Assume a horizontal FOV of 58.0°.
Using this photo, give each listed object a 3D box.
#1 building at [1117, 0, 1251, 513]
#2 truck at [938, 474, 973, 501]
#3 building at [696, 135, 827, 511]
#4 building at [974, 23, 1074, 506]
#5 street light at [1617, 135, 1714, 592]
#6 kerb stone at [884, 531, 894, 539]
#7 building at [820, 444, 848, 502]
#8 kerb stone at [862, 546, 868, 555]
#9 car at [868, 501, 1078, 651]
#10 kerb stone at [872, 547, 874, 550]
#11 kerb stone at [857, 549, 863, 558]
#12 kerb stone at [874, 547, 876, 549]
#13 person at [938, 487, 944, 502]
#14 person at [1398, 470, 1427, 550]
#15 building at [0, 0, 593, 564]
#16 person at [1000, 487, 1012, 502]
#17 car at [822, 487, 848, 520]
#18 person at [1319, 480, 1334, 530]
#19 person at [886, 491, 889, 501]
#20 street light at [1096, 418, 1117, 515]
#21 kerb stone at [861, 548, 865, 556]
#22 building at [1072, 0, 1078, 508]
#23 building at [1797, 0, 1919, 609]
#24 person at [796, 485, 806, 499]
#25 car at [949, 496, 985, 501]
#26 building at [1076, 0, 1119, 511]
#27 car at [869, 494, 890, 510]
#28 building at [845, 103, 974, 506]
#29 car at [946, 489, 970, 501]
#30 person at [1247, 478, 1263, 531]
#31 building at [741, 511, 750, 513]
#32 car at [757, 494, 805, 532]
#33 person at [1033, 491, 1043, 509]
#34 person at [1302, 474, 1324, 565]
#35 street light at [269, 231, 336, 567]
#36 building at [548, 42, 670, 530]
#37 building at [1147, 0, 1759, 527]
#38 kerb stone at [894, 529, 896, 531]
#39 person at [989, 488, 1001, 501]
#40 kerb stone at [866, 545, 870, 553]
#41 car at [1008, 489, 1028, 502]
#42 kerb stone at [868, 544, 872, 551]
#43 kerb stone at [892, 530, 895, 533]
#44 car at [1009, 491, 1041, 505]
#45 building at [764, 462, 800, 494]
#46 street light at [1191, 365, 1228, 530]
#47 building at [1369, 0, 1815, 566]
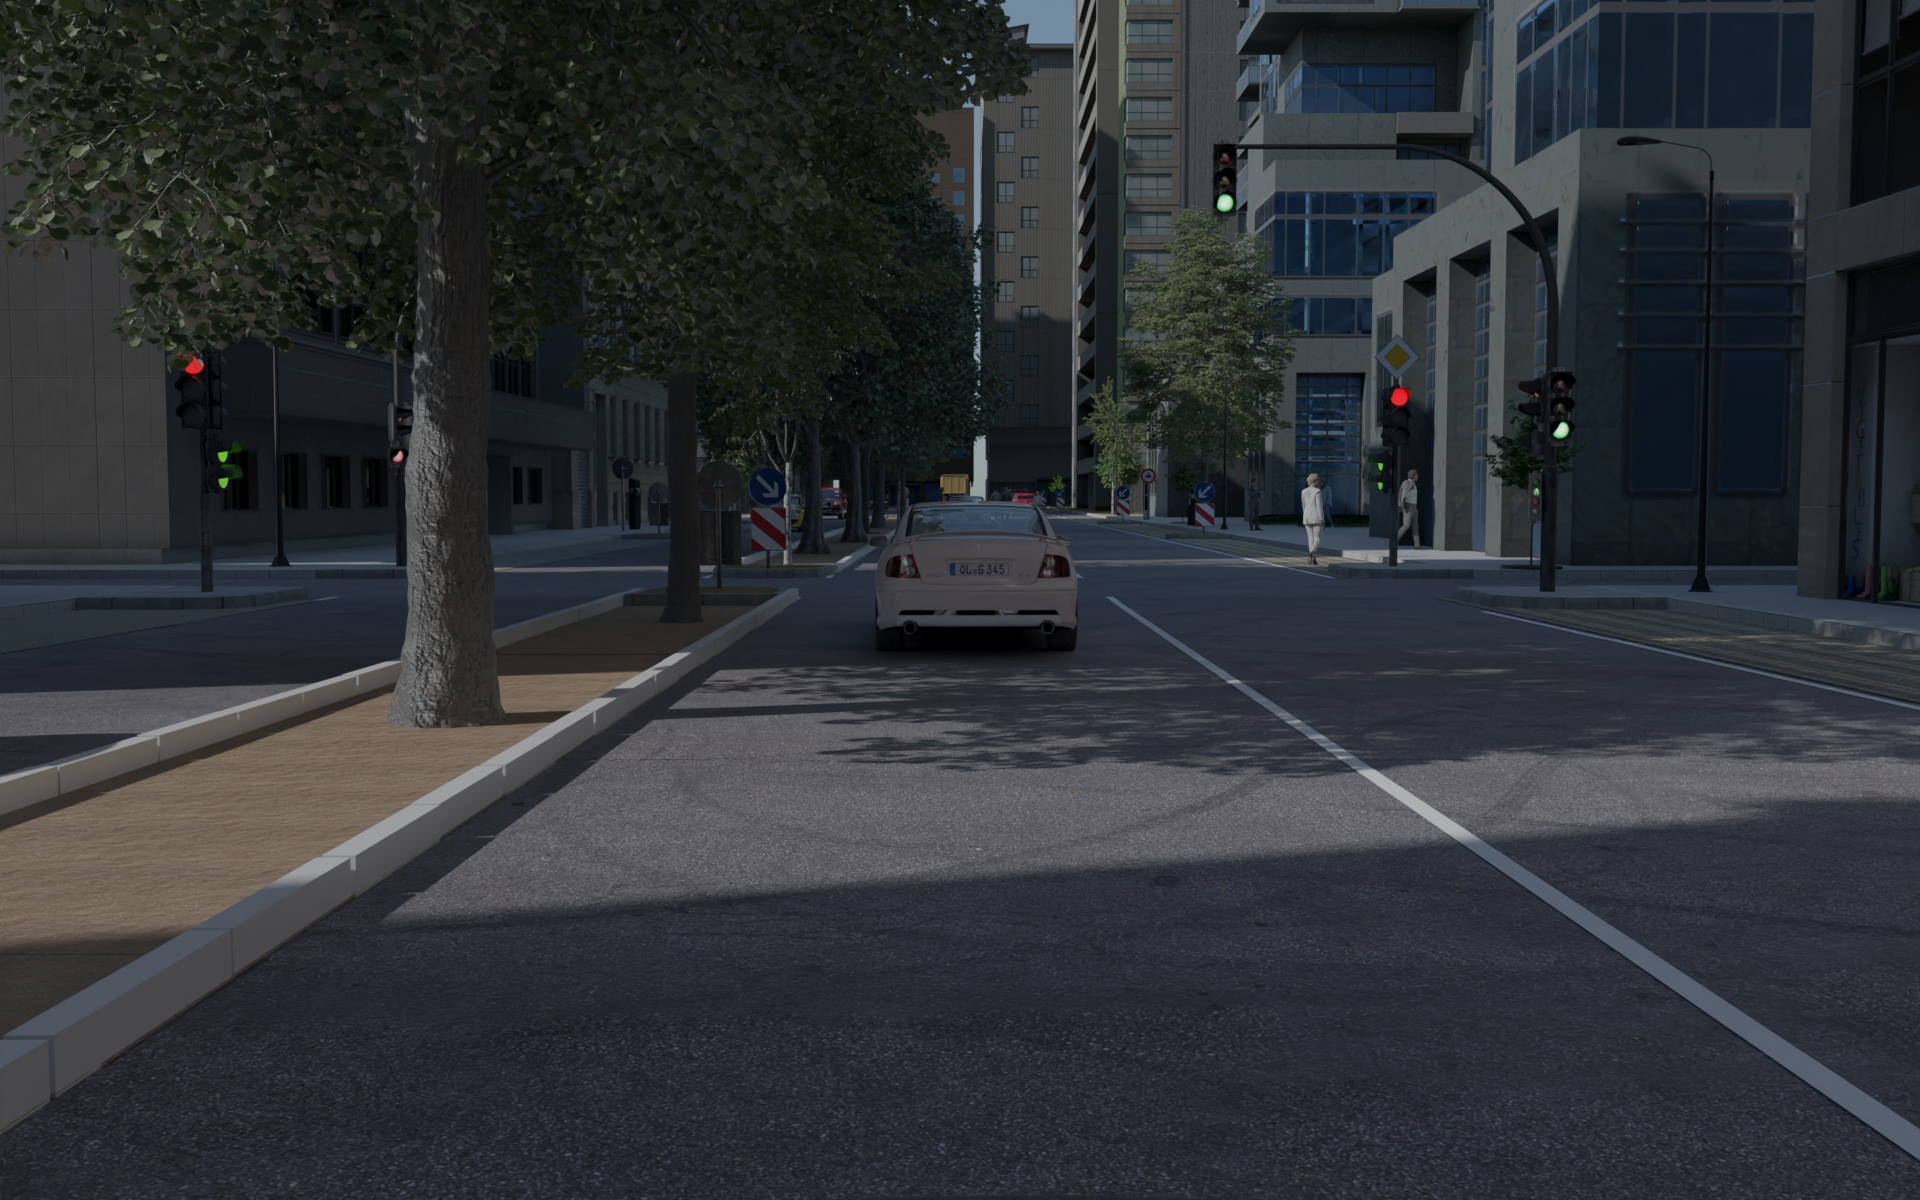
[{"bbox_3d":[18.050,-26.851,122.606,14.154,41.232,14.086,0,3,0],"label":"building"},{"bbox_3d":[-0.472,-10.437,166.561,3.469,3.379,9.791,0,4,1],"label":"truck"},{"bbox_3d":[-28.611,-33.563,168.370,30.456,49.044,23.786,0,3,0],"label":"building"},{"bbox_3d":[15.478,-37.579,203.654,27.495,52.752,28.713,0,3,0],"label":"building"},{"bbox_3d":[9.203,-3.062,22.603,1.470,5.913,1.316,0,3,0],"label":"street light"},{"bbox_3d":[-2.315,-2.088,56.392,0.120,0.150,1.000,0,3,0],"label":"kerb stone"},{"bbox_3d":[-24.690,-31.437,205.882,23.993,40.220,32.217,0,3,0],"label":"building"},{"bbox_3d":[-2.276,-1.089,39.995,0.120,0.150,1.000,0,3,0],"label":"kerb stone"},{"bbox_3d":[0.116,-0.295,17.178,2.083,1.381,4.827,0,4,-1],"label":"car"},{"bbox_3d":[-2.284,-1.276,43.073,0.120,0.150,1.000,0,3,0],"label":"kerb stone"},{"bbox_3d":[-2.276,-0.964,37.950,0.120,0.150,1.000,0,3,0],"label":"kerb stone"},{"bbox_3d":[-2.287,-1.337,44.096,0.120,0.150,1.000,0,3,0],"label":"kerb stone"},{"bbox_3d":[-1.144,-4.920,89.167,0.699,1.804,1.509,2,4,27],"label":"person"},{"bbox_3d":[10.275,-2.050,39.668,0.850,1.850,0.679,2,4,29],"label":"person"},{"bbox_3d":[-19.893,-13.859,45.661,14.314,24.678,30.058,0,3,0],"label":"building"},{"bbox_3d":[2.446,-5.183,93.415,0.661,1.801,0.590,-1,4,-15],"label":"person"},{"bbox_3d":[-7.526,-5.503,98.644,2.281,1.827,5.304,0,4,1],"label":"car"},{"bbox_3d":[13.138,-3.417,62.177,0.793,1.790,0.793,2,4,23],"label":"person"},{"bbox_3d":[-6.782,-9.472,164.079,0.721,1.735,1.217,0,4,6],"label":"person"},{"bbox_3d":[8.992,-8.127,105.424,1.470,5.913,1.316,0,3,0],"label":"street light"},{"bbox_3d":[-2.276,-1.024,38.973,0.120,0.150,1.000,0,3,0],"label":"kerb stone"},{"bbox_3d":[21.321,-38.136,165.523,21.231,58.520,28.212,0,3,0],"label":"building"},{"bbox_3d":[20.166,-12.203,4.035,19.350,26.468,34.151,0,3,0],"label":"building"},{"bbox_3d":[-6.901,-4.079,75.296,0.635,1.810,0.391,-2,4,-28],"label":"person"},{"bbox_3d":[0.276,-3.387,67.731,2.083,1.381,4.827,0,4,0],"label":"car"},{"bbox_3d":[20.917,-31.637,140.967,21.300,48.544,21.600,0,3,0],"label":"building"},{"bbox_3d":[-7.386,-9.066,158.012,2.009,1.686,4.222,0,4,-1],"label":"car"},{"bbox_3d":[-5.575,-33.424,196.595,14.200,45.320,14.600,0,3,0],"label":"building"},{"bbox_3d":[-0.058,-5.127,93.612,2.009,1.686,4.222,0,4,-1],"label":"car"},{"bbox_3d":[10.396,-3.359,60.772,0.655,1.846,0.447,-3,5,-41],"label":"person"},{"bbox_3d":[-24.955,-30.621,120.266,23.786,49.044,30.456,0,3,0],"label":"building"},{"bbox_3d":[-6.735,-3.454,66.703,2.015,1.641,3.980,0,4,1],"label":"car"},{"bbox_3d":[4.494,-5.494,100.143,0.589,1.601,0.330,2,4,28],"label":"person"},{"bbox_3d":[7.058,-1.611,34.716,0.514,1.842,0.818,2,4,31],"label":"person"},{"bbox_3d":[-11.494,-3.545,30.495,1.470,5.913,1.316,0,3,0],"label":"street light"},{"bbox_3d":[-21.195,-14.828,75.714,16.112,22.955,30.059,0,3,0],"label":"building"},{"bbox_3d":[22.568,-47.396,87.604,22.319,86.520,31.000,0,3,0],"label":"building"},{"bbox_3d":[-2.320,-2.217,58.444,0.120,0.150,1.000,0,3,0],"label":"kerb stone"},{"bbox_3d":[2.009,-5.430,97.552,0.678,1.792,0.850,-1,4,-12],"label":"person"},{"bbox_3d":[-2.285,-1.152,41.025,0.120,0.150,1.000,0,3,0],"label":"kerb stone"},{"bbox_3d":[4.535,-7.935,138.414,2.281,1.827,5.304,0,4,-1],"label":"car"},{"bbox_3d":[-2.286,-1.214,42.048,0.120,0.150,1.000,0,3,0],"label":"kerb stone"},{"bbox_3d":[-2.310,-2.152,57.421,0.120,0.150,1.000,0,3,0],"label":"kerb stone"},{"bbox_3d":[4.169,-6.281,111.733,2.155,1.783,4.494,0,3,0],"label":"car"},{"bbox_3d":[-20.962,-22.714,143.081,14.160,30.474,14.107,0,3,0],"label":"building"},{"bbox_3d":[9.038,-5.507,62.574,1.470,5.913,1.316,0,3,0],"label":"street light"},{"bbox_3d":[26.375,-44.451,39.441,31.000,86.520,22.319,0,3,0],"label":"building"}]
